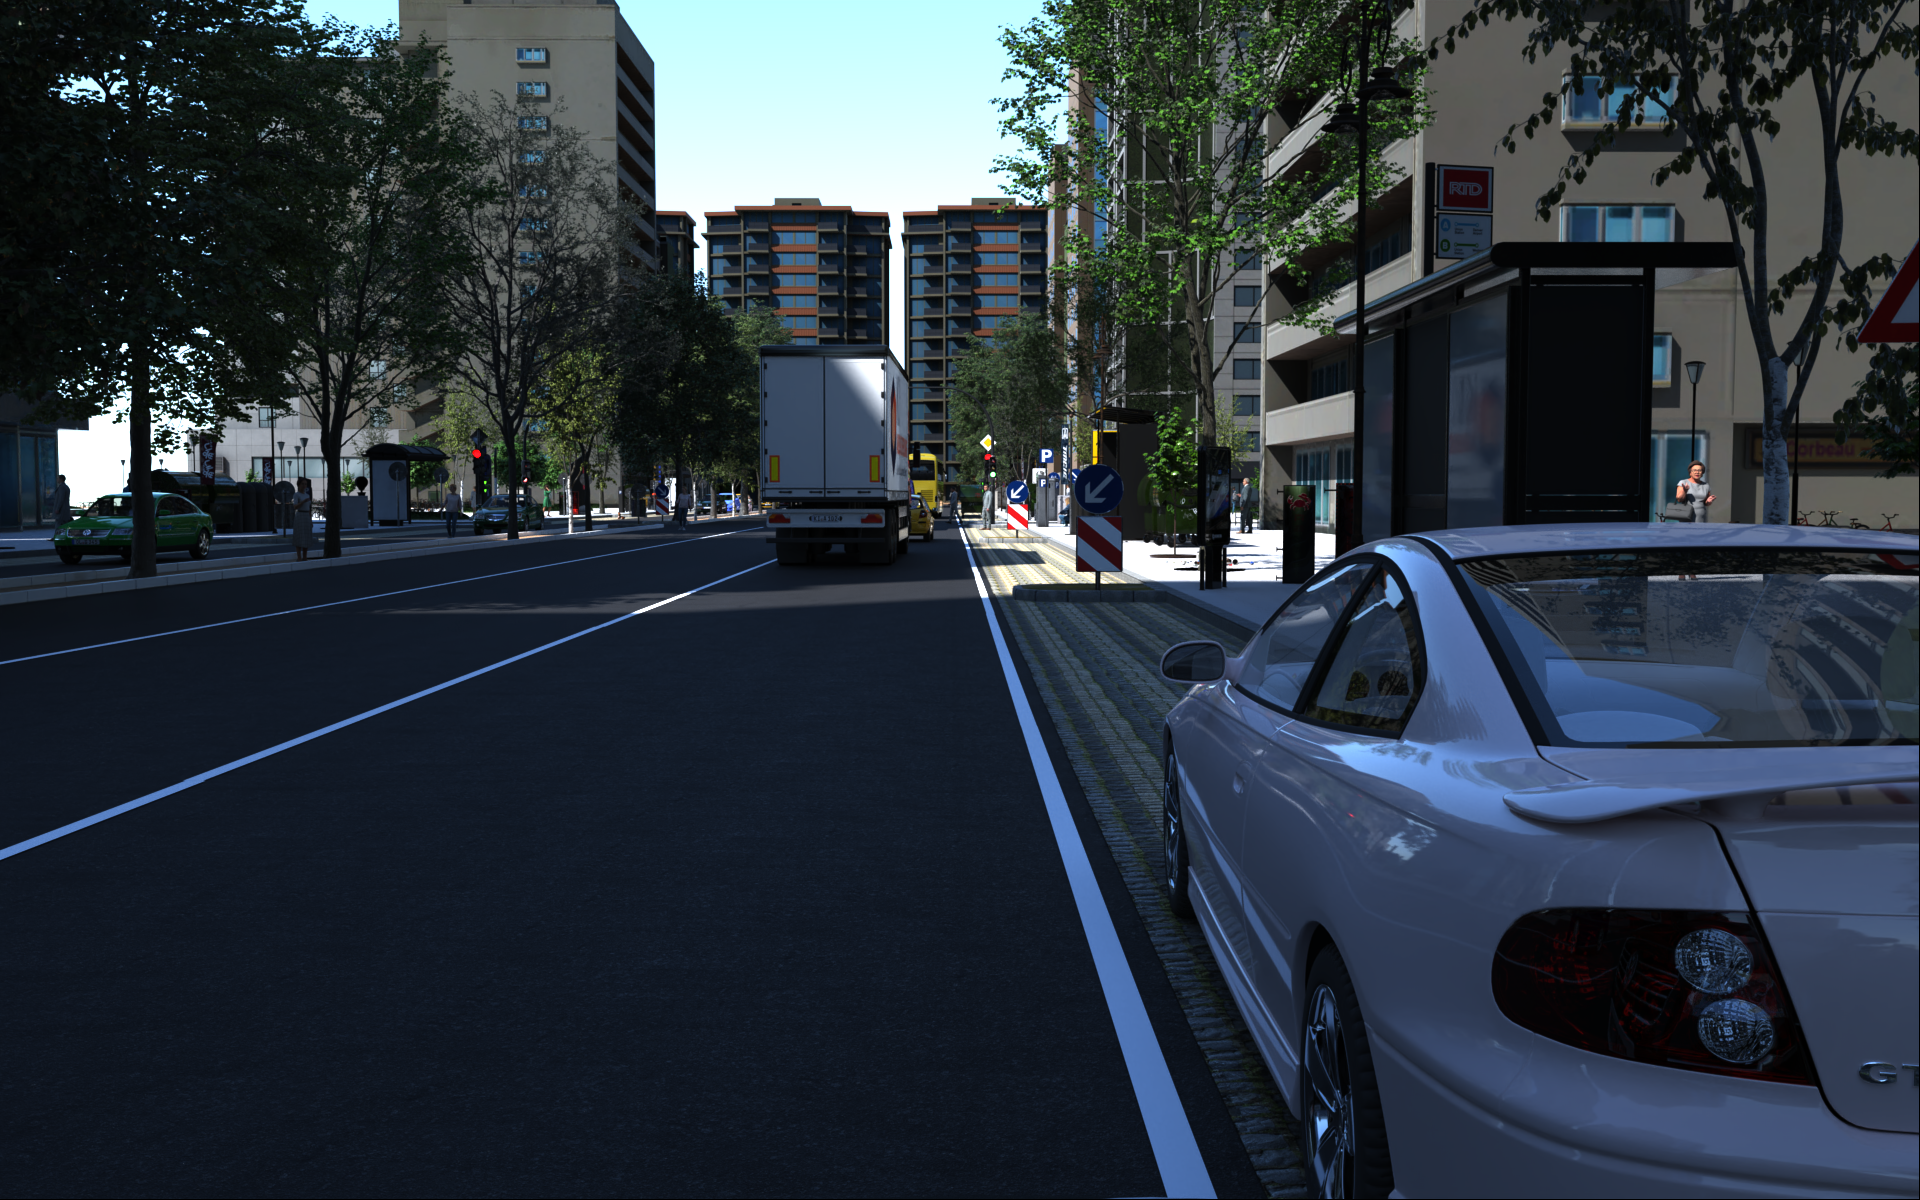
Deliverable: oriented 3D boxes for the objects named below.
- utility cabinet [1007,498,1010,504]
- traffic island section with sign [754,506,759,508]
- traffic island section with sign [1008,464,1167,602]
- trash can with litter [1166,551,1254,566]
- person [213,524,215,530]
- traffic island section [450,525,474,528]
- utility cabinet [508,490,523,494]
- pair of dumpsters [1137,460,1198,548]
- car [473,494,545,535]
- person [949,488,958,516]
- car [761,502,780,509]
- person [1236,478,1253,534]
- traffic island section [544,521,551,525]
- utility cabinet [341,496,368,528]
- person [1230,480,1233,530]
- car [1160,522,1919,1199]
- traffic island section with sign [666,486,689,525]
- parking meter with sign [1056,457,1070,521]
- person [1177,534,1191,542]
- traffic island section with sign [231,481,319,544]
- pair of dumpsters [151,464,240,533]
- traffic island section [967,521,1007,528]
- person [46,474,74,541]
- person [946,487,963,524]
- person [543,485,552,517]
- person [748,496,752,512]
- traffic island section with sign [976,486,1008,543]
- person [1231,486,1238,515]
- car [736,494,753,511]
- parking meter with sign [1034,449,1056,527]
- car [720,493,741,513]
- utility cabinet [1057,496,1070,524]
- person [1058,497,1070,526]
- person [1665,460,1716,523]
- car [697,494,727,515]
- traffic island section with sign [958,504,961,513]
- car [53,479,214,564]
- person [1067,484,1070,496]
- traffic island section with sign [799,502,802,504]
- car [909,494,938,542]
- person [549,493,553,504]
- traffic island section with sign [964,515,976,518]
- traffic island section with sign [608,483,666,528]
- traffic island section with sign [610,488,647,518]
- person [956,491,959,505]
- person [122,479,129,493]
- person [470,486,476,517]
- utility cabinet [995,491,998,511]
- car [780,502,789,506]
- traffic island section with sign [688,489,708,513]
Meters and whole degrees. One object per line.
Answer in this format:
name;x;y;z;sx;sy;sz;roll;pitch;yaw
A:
utility cabinet;3.525;-6.287;113.953;0.306;1.237;1.020;-3;4;-38
traffic island section with sign;-20.732;-10.671;183.096;1.989;1.847;2.006;0;4;0
traffic island section with sign;1.727;-0.922;23.700;1.989;1.847;2.006;0;4;0
trash can with litter;4.483;-1.245;31.414;1.678;1.210;2.233;1;4;13
person;-25.968;-2.944;59.677;1.012;1.151;0.738;-1;4;-14
traffic island section;-20.345;-3.124;73.352;2.009;0.180;2.903;0;4;0
utility cabinet;-24.515;-5.361;96.331;1.173;1.500;0.318;1;4;15
pair of dumpsters;5.437;-2.491;43.221;1.574;2.255;4.437;0;4;0
car;-16.227;-3.098;62.451;2.131;1.459;4.920;0;4;-2
person;-0.473;-6.342;111.990;0.655;1.846;0.447;-2;4;-30
car;-17.968;-9.362;163.285;2.015;1.641;3.980;0;4;-1
person;9.229;-3.066;56.351;0.590;1.801;0.661;2;4;25
traffic island section;-20.397;-3.612;81.337;2.009;0.180;2.903;0;4;0
utility cabinet;-22.845;-3.306;65.220;1.020;1.237;0.306;-2;4;-30
person;8.500;-3.012;55.477;0.473;1.802;0.592;3;5;44
car;1.600;0.487;4.401;2.083;1.381;4.827;0;4;1
traffic island section with sign;-13.820;-4.459;81.035;2.006;1.907;1.989;0;4;0
parking meter with sign;4.336;-5.262;82.291;1.738;3.016;0.543;2;4;35
person;6.105;-2.452;46.724;0.643;1.750;0.593;-1;4;-14
traffic island section with sign;-19.875;-2.560;50.488;1.989;1.847;2.006;0;4;0
pair of dumpsters;-24.195;-3.165;54.245;1.574;2.255;4.437;0;4;0
traffic island section;1.344;-3.620;81.472;2.009;0.180;2.903;0;4;0
person;-24.138;-2.471;46.538;0.767;1.812;0.694;-1;4;-14
person;-0.272;-4.564;83.397;0.850;1.792;0.678;-1;4;-11
person;-22.798;-5.458;95.532;0.529;1.795;0.600;-1;4;-12
person;-15.676;-7.135;129.434;0.394;1.301;0.425;3;5;42
traffic island section with sign;1.551;-2.587;50.926;1.989;1.847;2.006;0;4;0
person;16.980;-6.208;107.885;0.623;1.781;0.721;0;4;1
car;-18.428;-8.286;145.695;2.015;1.641;3.980;0;4;0
parking meter with sign;3.235;-4.353;67.426;0.543;3.016;1.738;0;4;-6
car;-17.250;-7.243;128.022;1.945;1.707;3.694;0;4;1
utility cabinet;4.668;-3.828;73.755;1.020;1.237;0.306;0;4;7
person;4.165;-3.510;68.933;0.738;1.151;1.012;2;4;24
person;10.818;-1.179;25.674;0.716;1.782;0.532;0;4;-1
car;-17.573;-6.901;122.620;2.009;1.686;4.222;0;4;1
traffic island section with sign;1.014;-7.633;133.420;1.989;1.847;2.006;0;4;0
car;-17.589;-1.724;36.991;1.959;1.807;4.718;0;4;-2
person;6.182;-5.609;97.845;0.850;1.850;0.679;3;4;37
traffic island section with sign;-14.315;-9.054;156.172;2.006;1.907;1.989;0;4;0
car;-1.697;-2.633;53.273;2.015;1.641;3.980;0;4;1
person;-34.005;-8.363;143.269;0.515;1.767;0.782;2;4;34
traffic island section with sign;1.195;-5.960;106.070;1.989;1.847;2.006;0;4;0
traffic island section with sign;-13.781;-4.006;73.628;2.006;1.907;1.989;0;4;0
traffic island section with sign;-20.232;-5.956;106.011;1.989;1.847;2.006;0;4;0
person;-0.429;-11.526;197.052;0.705;1.812;1.348;-2;4;-32
person;-26.646;-3.001;55.449;0.444;1.785;0.601;1;4;11
person;-26.260;-5.327;93.894;0.760;1.731;0.466;1;4;11
utility cabinet;2.604;-7.284;127.770;0.318;1.500;1.173;0;4;-1
car;-17.942;-10.154;174.694;2.281;1.827;5.304;0;4;-2
traffic island section with sign;-20.404;-7.605;132.966;1.989;1.847;2.006;0;4;0
